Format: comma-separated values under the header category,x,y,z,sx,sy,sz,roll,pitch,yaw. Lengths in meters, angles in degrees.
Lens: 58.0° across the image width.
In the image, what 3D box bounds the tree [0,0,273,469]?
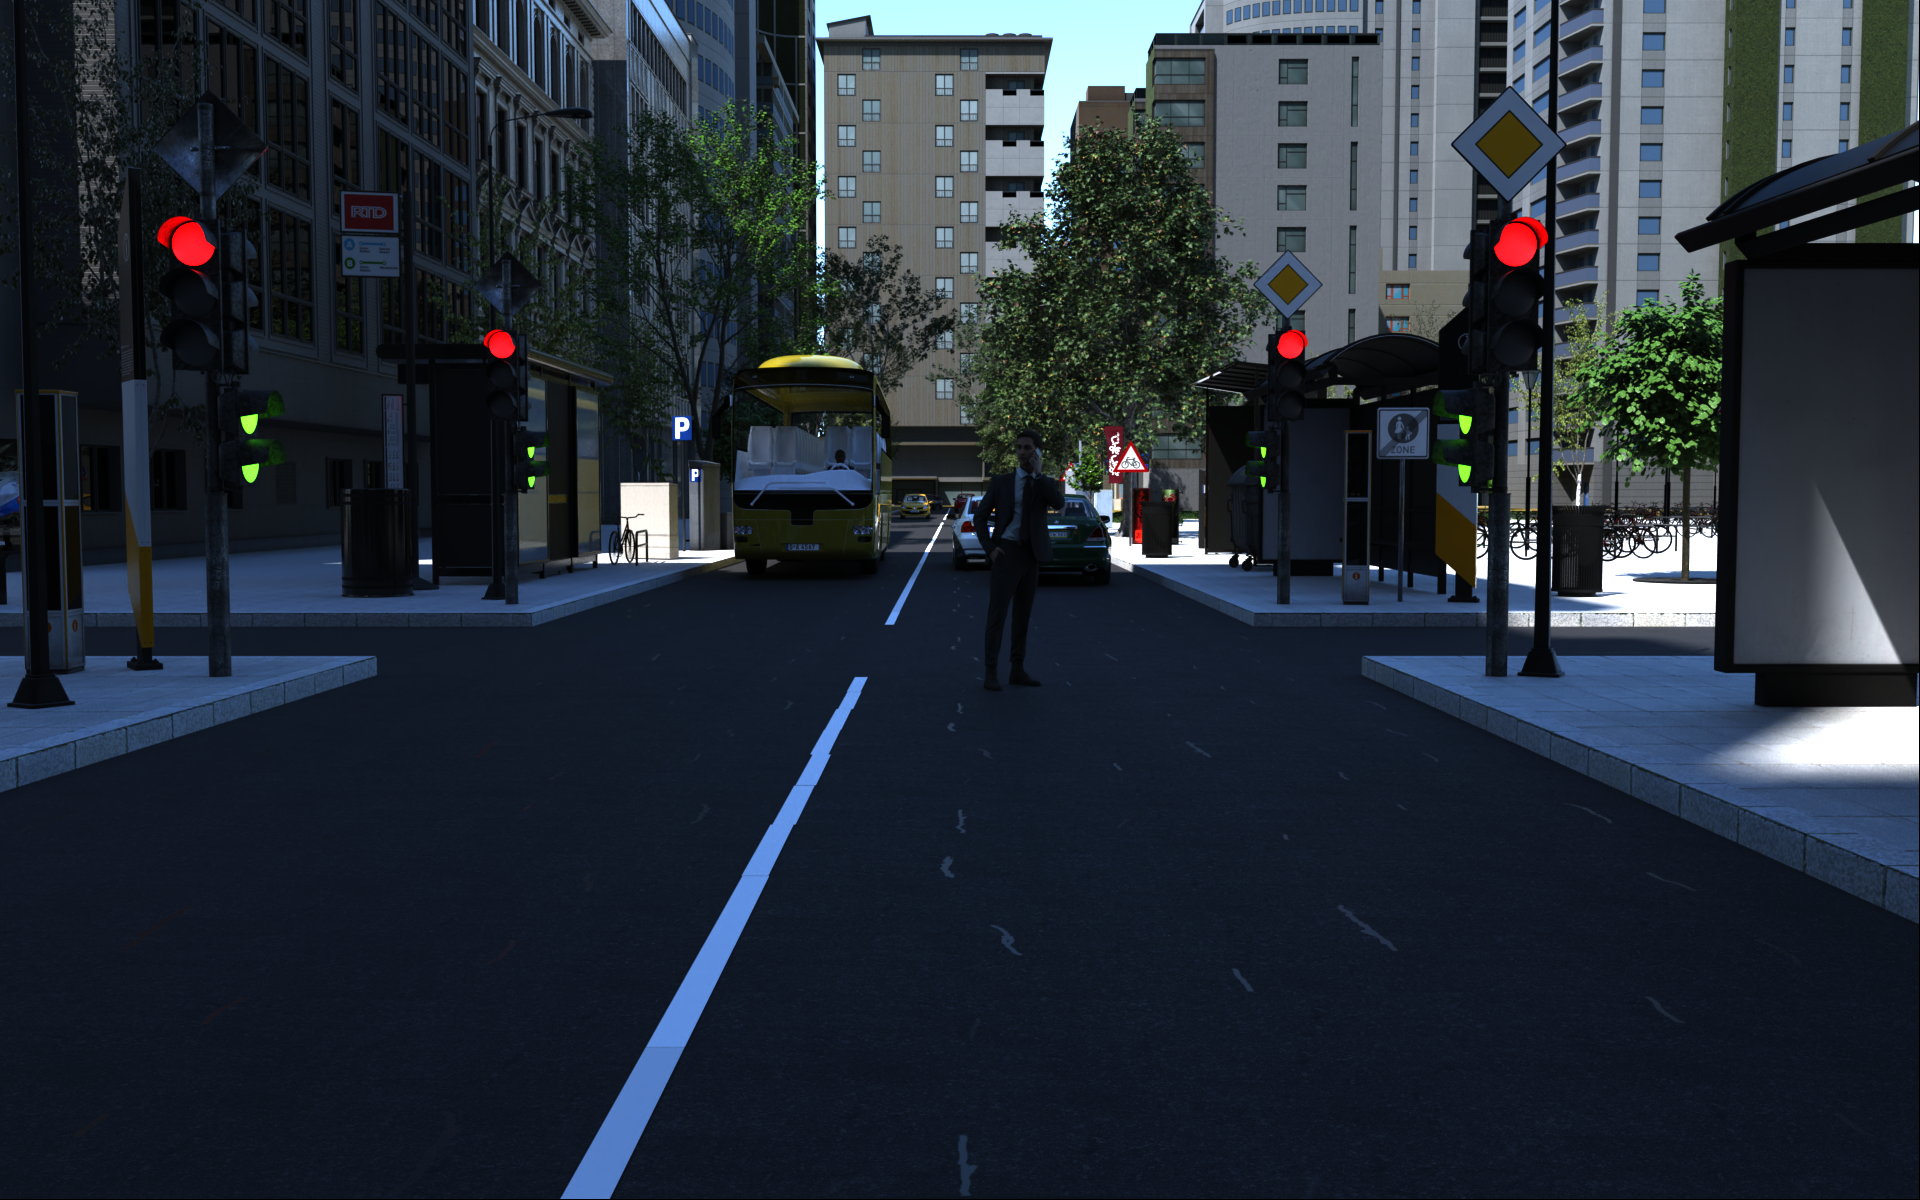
category,x,y,z,sx,sy,sz,roll,pitch,yaw
tree,-11.107,-4.453,23.176,4.360,8.622,3.978,0,3,0

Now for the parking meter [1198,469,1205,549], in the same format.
category,x,y,z,sx,sy,sz,roll,pitch,yaw
parking meter,5.819,-2.144,40.770,0.399,1.863,0.255,1,4,8

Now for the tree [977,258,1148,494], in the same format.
category,x,y,z,sx,sy,sz,roll,pitch,yaw
tree,4.928,-9.709,76.864,7.486,12.596,7.792,0,3,0

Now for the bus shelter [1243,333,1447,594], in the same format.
category,x,y,z,sx,sy,sz,roll,pitch,yaw
bus shelter,5.457,-1.873,24.547,2.014,3.302,5.546,0,4,0

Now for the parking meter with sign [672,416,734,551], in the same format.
category,x,y,z,sx,sy,sz,roll,pitch,yaw
parking meter with sign,-5.781,-2.637,39.374,0.543,3.016,1.738,2,4,28

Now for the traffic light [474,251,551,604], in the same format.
category,x,y,z,sx,sy,sz,roll,pitch,yaw
traffic light,-5.206,-1.905,20.068,0.839,4.253,0.868,0,3,0

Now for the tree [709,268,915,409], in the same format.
category,x,y,z,sx,sy,sz,roll,pitch,yaw
tree,-6.327,-8.418,72.049,8.767,10.594,7.601,-2,4,-33

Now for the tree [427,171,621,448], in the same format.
category,x,y,z,sx,sy,sz,roll,pitch,yaw
tree,-10.129,-5.466,39.727,4.737,8.622,4.395,0,3,0

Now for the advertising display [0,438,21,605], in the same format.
category,x,y,z,sx,sy,sz,roll,pitch,yaw
advertising display,-11.232,-0.902,19.967,0.123,1.923,0.974,3,5,44

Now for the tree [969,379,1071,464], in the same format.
category,x,y,z,sx,sy,sz,roll,pitch,yaw
tree,4.548,-10.708,109.487,8.767,10.594,7.601,0,4,8

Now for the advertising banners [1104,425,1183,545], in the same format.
category,x,y,z,sx,sy,sz,roll,pitch,yaw
advertising banners,4.646,-2.926,44.024,2.074,3.025,0.090,1,4,23

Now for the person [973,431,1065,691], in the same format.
category,x,y,z,sx,sy,sz,roll,pitch,yaw
person,0.450,-0.306,12.863,0.648,1.900,0.474,-1,4,-22

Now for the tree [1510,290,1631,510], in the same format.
category,x,y,z,sx,sy,sz,roll,pitch,yaw
tree,22.436,-6.892,63.045,4.737,8.622,4.395,0,3,0

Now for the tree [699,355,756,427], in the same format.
category,x,y,z,sx,sy,sz,roll,pitch,yaw
tree,-11.097,-8.501,89.349,4.360,8.622,3.978,0,3,0

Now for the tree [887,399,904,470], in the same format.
category,x,y,z,sx,sy,sz,roll,pitch,yaw
tree,-6.539,-9.816,110.854,4.737,8.622,4.395,0,3,0

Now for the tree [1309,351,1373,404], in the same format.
category,x,y,z,sx,sy,sz,roll,pitch,yaw
tree,18.904,-8.474,88.918,4.737,8.622,4.395,0,3,0

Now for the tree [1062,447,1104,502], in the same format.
category,x,y,z,sx,sy,sz,roll,pitch,yaw
tree,4.694,-4.104,61.698,1.663,3.219,1.824,0,3,0

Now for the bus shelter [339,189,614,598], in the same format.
category,x,y,z,sx,sy,sz,roll,pitch,yaw
bus shelter,-7.085,-2.936,25.630,2.179,5.291,8.768,0,3,0

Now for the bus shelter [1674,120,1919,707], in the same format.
category,x,y,z,sx,sy,sz,roll,pitch,yaw
bus shelter,5.385,-0.855,7.897,2.014,3.302,5.546,0,4,0

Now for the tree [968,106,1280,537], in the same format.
category,x,y,z,sx,sy,sz,roll,pitch,yaw
tree,5.058,-8.244,51.793,9.611,12.733,9.660,0,3,0

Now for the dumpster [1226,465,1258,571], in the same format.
category,x,y,z,sx,sy,sz,roll,pitch,yaw
dumpster,5.274,-1.443,29.359,1.264,1.857,1.865,0,3,0

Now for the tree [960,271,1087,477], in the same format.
category,x,y,z,sx,sy,sz,roll,pitch,yaw
tree,4.901,-11.826,100.006,9.857,13.997,8.962,0,3,0

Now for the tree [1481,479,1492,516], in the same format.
category,x,y,z,sx,sy,sz,roll,pitch,yaw
tree,22.739,-4.886,74.483,1.663,3.219,1.824,0,3,0

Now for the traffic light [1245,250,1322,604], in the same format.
category,x,y,z,sx,sy,sz,roll,pitch,yaw
traffic light,3.756,-1.907,20.096,0.839,4.253,0.868,0,3,0

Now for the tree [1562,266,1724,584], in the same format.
category,x,y,z,sx,sy,sz,roll,pitch,yaw
tree,10.571,-2.542,25.270,4.285,4.588,4.351,0,3,0

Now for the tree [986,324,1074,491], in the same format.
category,x,y,z,sx,sy,sz,roll,pitch,yaw
tree,5.191,-10.005,89.342,9.928,11.665,9.643,0,3,0

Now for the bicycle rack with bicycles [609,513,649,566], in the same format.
category,x,y,z,sx,sy,sz,roll,pitch,yaw
bicycle rack with bicycles,-6.864,-1.119,31.683,2.852,0.926,2.925,0,4,-3

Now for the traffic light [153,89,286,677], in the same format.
category,x,y,z,sx,sy,sz,roll,pitch,yaw
traffic light,-5.194,-1.417,12.083,0.839,4.253,0.868,0,3,0

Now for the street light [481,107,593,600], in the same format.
category,x,y,z,sx,sy,sz,roll,pitch,yaw
street light,-5.109,-2.962,20.963,1.470,5.913,1.316,0,3,0

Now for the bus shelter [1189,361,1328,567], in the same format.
category,x,y,z,sx,sy,sz,roll,pitch,yaw
bus shelter,5.702,-2.591,33.647,1.731,3.624,6.357,0,4,0

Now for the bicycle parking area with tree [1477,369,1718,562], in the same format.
category,x,y,z,sx,sy,sz,roll,pitch,yaw
bicycle parking area with tree,11.421,-3.096,37.616,8.231,4.147,9.016,-3,5,-42

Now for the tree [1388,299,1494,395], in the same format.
category,x,y,z,sx,sy,sz,roll,pitch,yaw
tree,17.848,-7.004,64.873,4.360,8.622,3.978,0,3,0

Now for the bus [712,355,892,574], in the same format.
category,x,y,z,sx,sy,sz,roll,pitch,yaw
bus,-2.722,-2.617,34.336,2.896,3.916,12.252,0,4,-1

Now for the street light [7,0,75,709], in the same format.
category,x,y,z,sx,sy,sz,roll,pitch,yaw
street light,-5.031,-2.311,10.318,1.470,5.913,1.316,0,3,0

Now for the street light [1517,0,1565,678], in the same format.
category,x,y,z,sx,sy,sz,roll,pitch,yaw
street light,3.578,-2.419,12.098,1.470,5.913,1.316,0,3,0

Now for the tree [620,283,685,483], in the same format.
category,x,y,z,sx,sy,sz,roll,pitch,yaw
tree,-11.171,-6.675,59.505,4.737,8.622,4.395,0,3,0

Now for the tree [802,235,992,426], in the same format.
category,x,y,z,sx,sy,sz,roll,pitch,yaw
tree,-5.402,-16.426,124.446,12.611,20.169,13.585,0,3,0

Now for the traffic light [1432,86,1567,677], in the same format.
category,x,y,z,sx,sy,sz,roll,pitch,yaw
traffic light,3.767,-1.418,12.111,0.839,4.253,0.868,0,3,0

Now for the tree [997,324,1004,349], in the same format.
category,x,y,z,sx,sy,sz,roll,pitch,yaw
tree,3.285,-19.412,173.277,12.611,20.169,13.585,0,3,0
